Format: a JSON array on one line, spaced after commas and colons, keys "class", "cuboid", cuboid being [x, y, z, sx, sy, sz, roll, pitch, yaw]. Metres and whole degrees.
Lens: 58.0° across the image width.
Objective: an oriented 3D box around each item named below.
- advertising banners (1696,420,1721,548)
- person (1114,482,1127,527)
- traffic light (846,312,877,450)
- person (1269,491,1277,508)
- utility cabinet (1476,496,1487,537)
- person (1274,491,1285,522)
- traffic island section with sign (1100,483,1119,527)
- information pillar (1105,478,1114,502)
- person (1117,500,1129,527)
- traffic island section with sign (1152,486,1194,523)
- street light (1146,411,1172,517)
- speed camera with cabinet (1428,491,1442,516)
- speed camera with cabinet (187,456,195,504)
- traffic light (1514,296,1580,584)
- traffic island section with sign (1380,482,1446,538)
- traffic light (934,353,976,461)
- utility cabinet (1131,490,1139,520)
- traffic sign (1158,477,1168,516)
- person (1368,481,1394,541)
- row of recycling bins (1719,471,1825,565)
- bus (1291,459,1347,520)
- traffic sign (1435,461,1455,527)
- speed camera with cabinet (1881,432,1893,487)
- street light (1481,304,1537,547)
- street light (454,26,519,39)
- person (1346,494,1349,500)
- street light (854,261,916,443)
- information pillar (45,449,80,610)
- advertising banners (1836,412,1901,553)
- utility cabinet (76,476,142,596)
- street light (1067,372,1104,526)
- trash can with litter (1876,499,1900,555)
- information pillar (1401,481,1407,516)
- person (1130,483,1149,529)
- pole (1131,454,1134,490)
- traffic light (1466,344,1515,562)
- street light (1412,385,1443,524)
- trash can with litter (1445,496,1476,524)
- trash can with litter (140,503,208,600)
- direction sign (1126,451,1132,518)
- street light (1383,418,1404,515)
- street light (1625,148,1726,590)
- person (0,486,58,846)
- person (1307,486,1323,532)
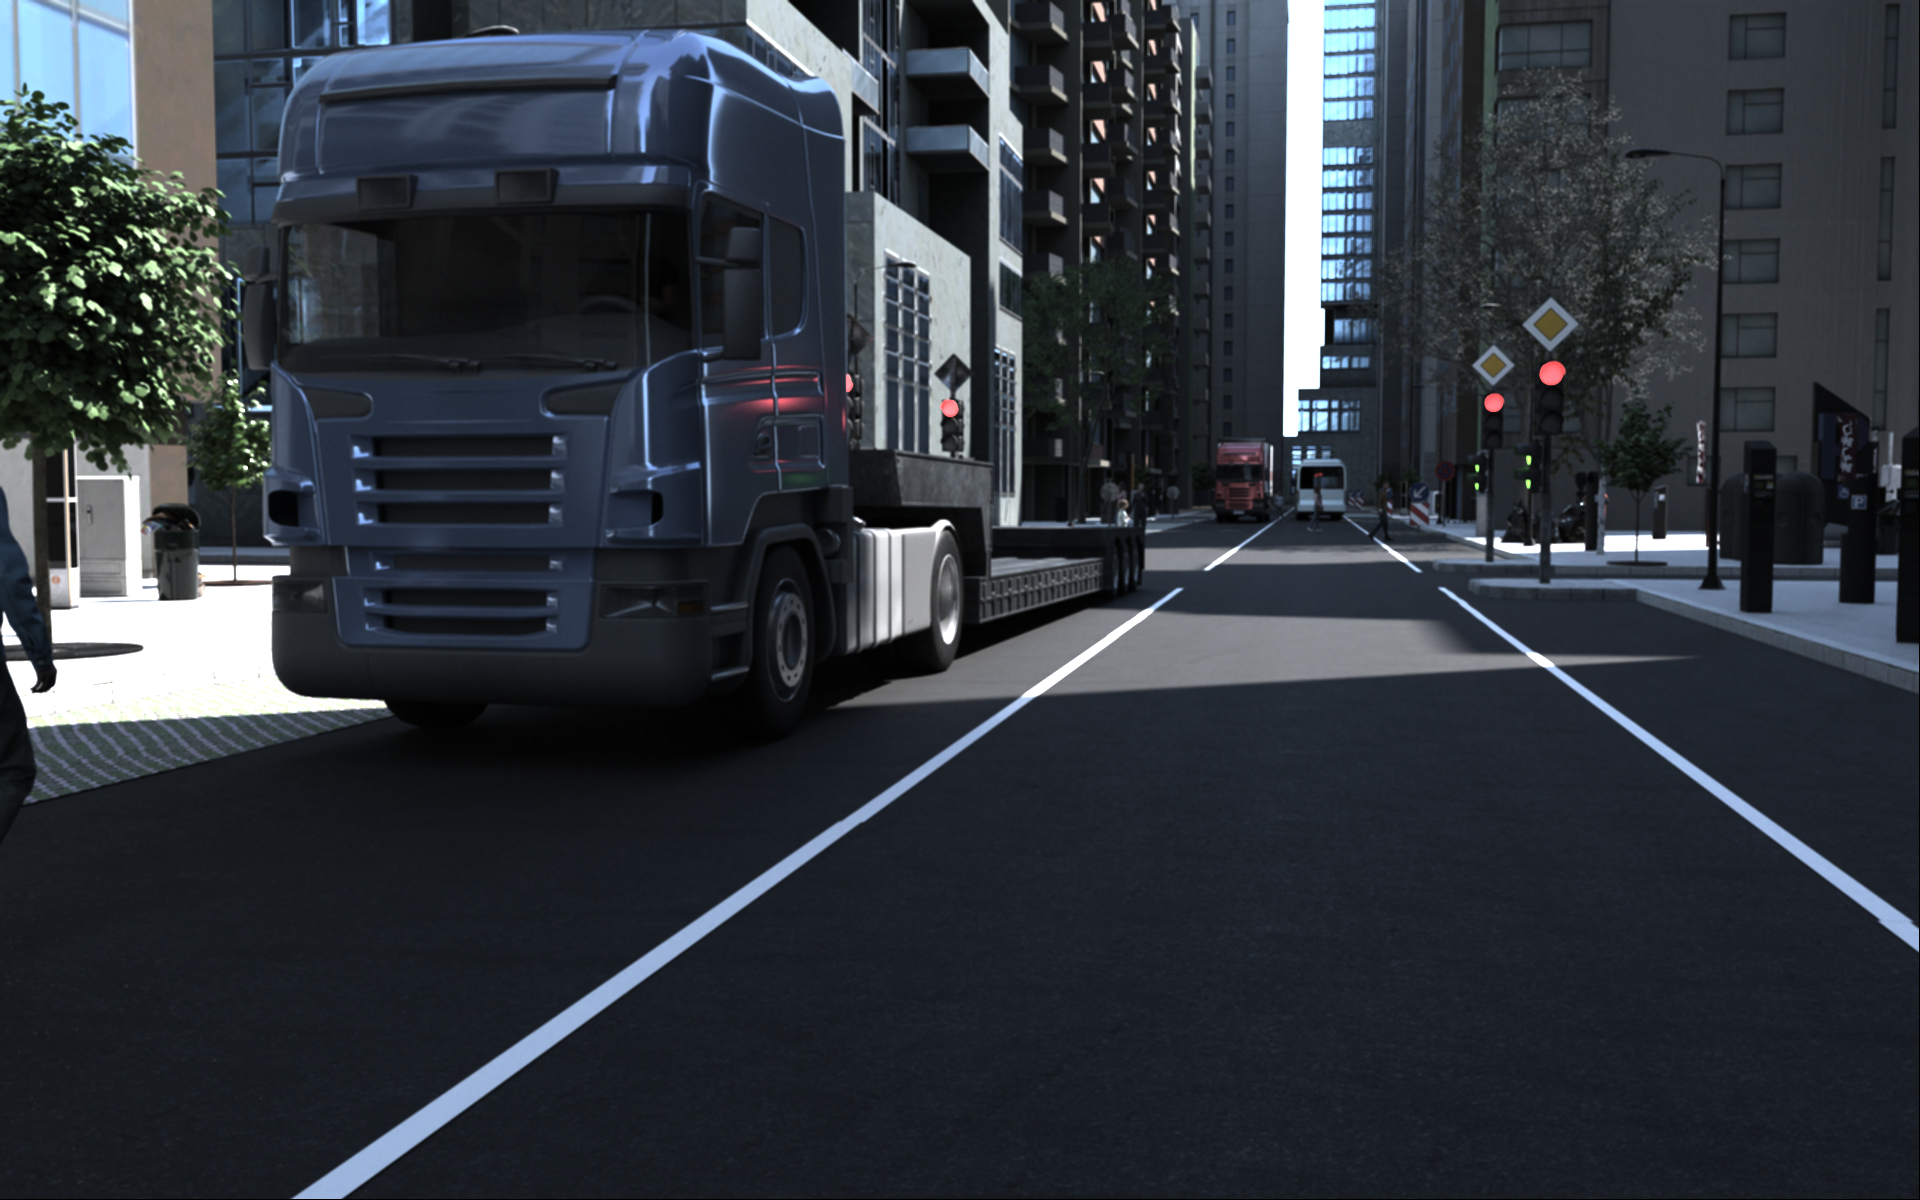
[{"class": "advertising banners", "cuboid": [18.158, -2.789, 41.784, 2.074, 3.025, 0.090, -3, 5, -44]}, {"class": "person", "cuboid": [5.292, -2.976, 57.165, 0.388, 1.821, 0.555, -2, 4, -24]}, {"class": "traffic light", "cuboid": [-1.722, -2.318, 26.817, 0.839, 4.253, 0.868, 1, 4, 12]}, {"class": "person", "cuboid": [31.345, -10.004, 172.854, 0.721, 1.735, 1.217, -3, 4, -36]}, {"class": "utility cabinet", "cuboid": [15.665, -2.502, 52.066, 0.306, 1.237, 1.020, 1, 4, 18]}, {"class": "person", "cuboid": [16.534, -4.855, 89.693, 0.589, 1.601, 0.330, 0, 4, 2]}, {"class": "traffic island section with sign", "cuboid": [5.102, -3.070, 58.823, 1.989, 1.847, 2.006, 1, 4, 12]}, {"class": "information pillar", "cuboid": [6.956, -4.654, 80.587, 0.304, 2.012, 0.304, 3, 4, 36]}, {"class": "person", "cuboid": [3.808, -1.681, 40.268, 0.394, 1.301, 0.425, -2, 4, -24]}, {"class": "traffic island section with sign", "cuboid": [10.563, -4.707, 85.589, 1.989, 1.847, 2.006, 1, 4, 12]}, {"class": "street light", "cuboid": [11.214, -7.647, 97.569, 1.470, 5.913, 1.316, 1, 4, 12]}, {"class": "speed camera with cabinet", "cuboid": [28.414, -6.542, 101.303, 2.038, 3.252, 0.660, -1, 4, -17]}, {"class": "speed camera with cabinet", "cuboid": [-17.723, -2.704, 38.551, 0.660, 3.252, 2.038, 0, 4, -1]}, {"class": "traffic light", "cuboid": [8.385, -2.193, 24.776, 0.839, 4.253, 0.868, 1, 4, 12]}, {"class": "traffic island section with sign", "cuboid": [15.195, -3.013, 57.883, 1.989, 1.847, 2.006, 1, 4, 12]}, {"class": "traffic light", "cuboid": [-0.123, -2.796, 34.641, 0.839, 4.253, 0.868, 1, 4, 12]}, {"class": "utility cabinet", "cuboid": [8.769, -4.753, 86.389, 0.318, 1.500, 1.173, 1, 4, 17]}, {"class": "traffic sign", "cuboid": [12.073, -6.187, 103.286, 0.606, 2.300, 0.079, 1, 4, 16]}, {"class": "person", "cuboid": [12.992, -2.746, 53.303, 0.836, 1.842, 0.656, 0, 4, -2]}, {"class": "row of recycling bins", "cuboid": [15.394, -1.583, 32.992, 1.069, 1.692, 3.534, 0, 4, 5]}, {"class": "bus", "cuboid": [20.332, -6.321, 98.212, 2.948, 3.499, 13.247, 1, 4, 10]}, {"class": "traffic sign", "cuboid": [18.807, -4.104, 67.204, 0.768, 2.556, 0.104, 1, 4, 13]}, {"class": "speed camera with cabinet", "cuboid": [29.941, -3.694, 54.728, 0.660, 3.252, 2.038, 0, 4, -3]}, {"class": "street light", "cuboid": [13.438, -4.273, 42.406, 1.470, 5.913, 1.316, 1, 4, 12]}, {"class": "street light", "cuboid": [-5.059, -2.748, 17.465, 1.470, 5.913, 1.316, 1, 4, 12]}, {"class": "person", "cuboid": [33.409, -8.707, 150.861, 1.348, 1.823, 0.705, -2, 4, -34]}, {"class": "street light", "cuboid": [-1.564, -3.809, 34.824, 1.470, 5.913, 1.316, 1, 4, 12]}, {"class": "information pillar", "cuboid": [-9.997, -0.900, 19.209, 0.304, 2.012, 0.304, -1, 4, -8]}, {"class": "advertising banners", "cuboid": [19.732, -2.513, 37.268, 2.074, 3.025, 0.090, -1, 4, -9]}, {"class": "utility cabinet", "cuboid": [-10.884, -0.796, 21.687, 1.173, 1.500, 0.318, 1, 4, 11]}, {"class": "street light", "cuboid": [4.780, -5.724, 66.121, 1.470, 5.913, 1.316, 1, 4, 12]}, {"class": "trash can with litter", "cuboid": [19.338, -1.542, 36.604, 1.055, 1.170, 0.624, 0, 4, 7]}, {"class": "information pillar", "cuboid": [25.854, -5.892, 100.833, 0.304, 2.012, 0.304, 2, 4, 25]}, {"class": "person", "cuboid": [5.701, -2.818, 54.988, 0.576, 1.772, 0.534, 0, 4, -3]}, {"class": "pole", "cuboid": [8.736, -5.732, 87.566, 0.158, 3.312, 0.155, 0, 3, 0]}, {"class": "traffic light", "cuboid": [9.983, -2.672, 32.600, 0.839, 4.253, 0.868, 1, 4, 12]}, {"class": "street light", "cuboid": [19.968, -6.202, 73.942, 1.470, 5.913, 1.316, 1, 4, 12]}, {"class": "trash can with litter", "cuboid": [22.102, -3.970, 75.963, 2.233, 1.210, 1.678, 1, 4, 20]}, {"class": "trash can with litter", "cuboid": [-9.578, -0.598, 21.166, 0.624, 1.170, 1.055, -1, 4, -15]}, {"class": "direction sign", "cuboid": [8.878, -6.062, 91.117, 0.379, 3.537, 0.876, -1, 4, -11]}, {"class": "street light", "cuboid": [26.457, -8.142, 105.667, 1.470, 5.913, 1.316, 1, 4, 12]}, {"class": "street light", "cuboid": [9.626, -3.106, 23.324, 1.470, 5.913, 1.316, 1, 4, 12]}, {"class": "person", "cuboid": [-3.099, 0.219, 5.258, 0.601, 1.785, 0.444, 1, 4, 13]}, {"class": "person", "cuboid": [13.575, -3.489, 66.130, 0.643, 1.750, 0.593, 0, 4, 3]}]
